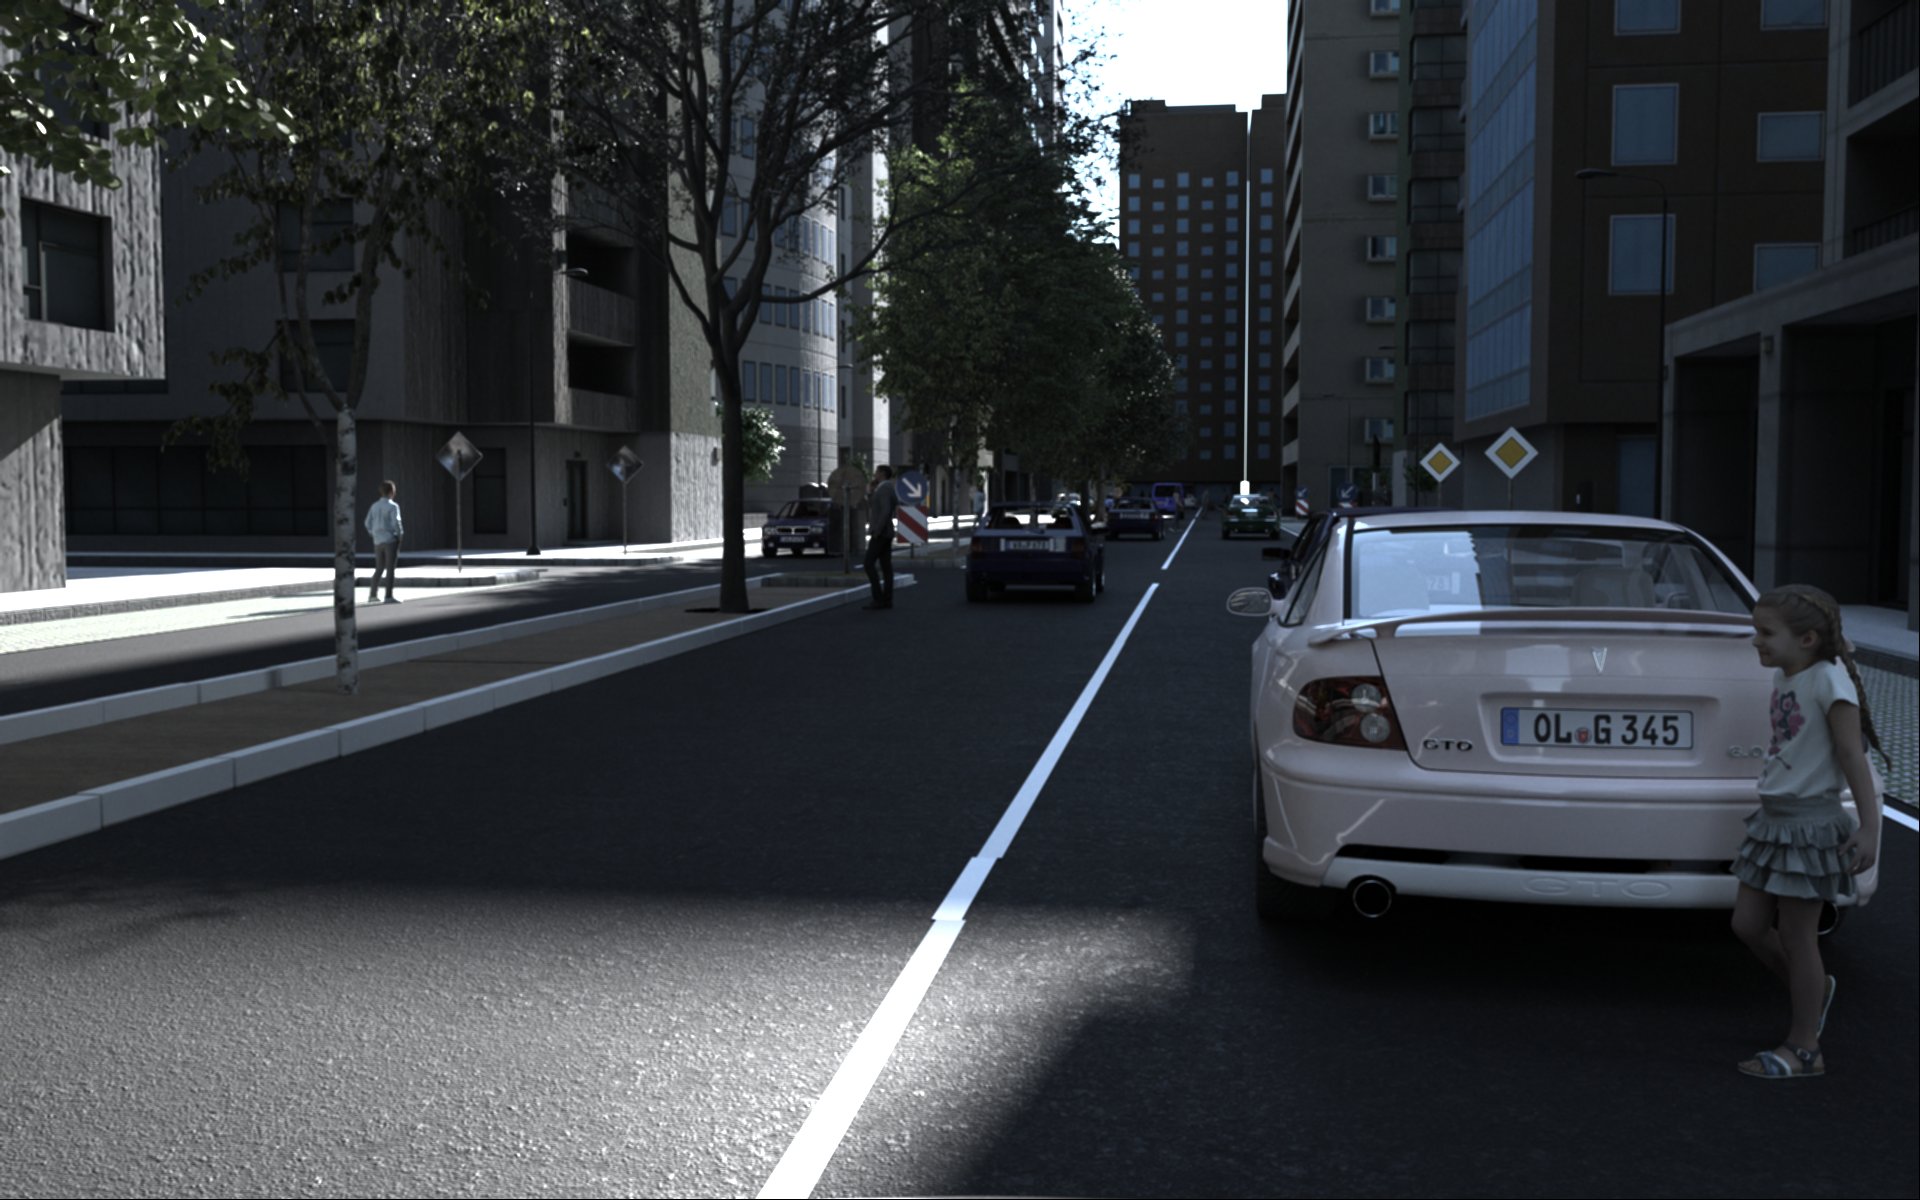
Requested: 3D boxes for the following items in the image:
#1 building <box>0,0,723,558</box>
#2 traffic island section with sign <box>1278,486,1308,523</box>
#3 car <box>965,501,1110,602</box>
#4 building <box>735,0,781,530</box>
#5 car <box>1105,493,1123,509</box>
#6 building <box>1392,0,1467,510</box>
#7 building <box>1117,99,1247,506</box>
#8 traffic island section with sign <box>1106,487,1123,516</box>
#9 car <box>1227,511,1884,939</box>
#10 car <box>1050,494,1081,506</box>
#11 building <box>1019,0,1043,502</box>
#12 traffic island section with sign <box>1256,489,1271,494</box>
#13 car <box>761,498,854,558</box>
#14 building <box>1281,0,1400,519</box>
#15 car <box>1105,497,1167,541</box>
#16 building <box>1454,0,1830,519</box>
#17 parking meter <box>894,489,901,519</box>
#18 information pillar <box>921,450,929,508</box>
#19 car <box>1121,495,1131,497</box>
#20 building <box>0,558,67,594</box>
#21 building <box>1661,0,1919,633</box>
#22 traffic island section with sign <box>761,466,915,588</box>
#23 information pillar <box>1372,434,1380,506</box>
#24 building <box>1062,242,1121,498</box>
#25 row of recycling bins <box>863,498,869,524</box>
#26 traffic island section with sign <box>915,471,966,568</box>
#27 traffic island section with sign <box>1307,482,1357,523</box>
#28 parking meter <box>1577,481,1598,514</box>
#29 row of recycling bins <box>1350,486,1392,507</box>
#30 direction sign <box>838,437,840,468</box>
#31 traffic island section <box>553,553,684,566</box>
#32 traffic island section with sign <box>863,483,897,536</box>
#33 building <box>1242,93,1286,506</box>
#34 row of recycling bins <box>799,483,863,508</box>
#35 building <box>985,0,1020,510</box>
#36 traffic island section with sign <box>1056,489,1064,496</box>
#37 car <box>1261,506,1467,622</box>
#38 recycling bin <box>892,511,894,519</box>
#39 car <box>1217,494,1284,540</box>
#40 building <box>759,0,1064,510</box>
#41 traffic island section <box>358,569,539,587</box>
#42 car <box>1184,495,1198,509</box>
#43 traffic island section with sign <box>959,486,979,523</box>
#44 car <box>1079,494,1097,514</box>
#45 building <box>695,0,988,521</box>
[{"bbox_3d":[-14.710,-16.583,42.841,14.160,30.474,14.107,1,4,8],"label":"building"},{"bbox_3d":[16.906,-4.757,86.400,1.989,1.847,2.006,1,4,8],"label":"traffic island section with sign"},{"bbox_3d":[1.113,-0.720,24.346,1.945,1.354,3.894,0,4,7],"label":"car"},{"bbox_3d":[-15.884,-32.389,71.559,21.231,58.520,28.212,1,4,8],"label":"building"},{"bbox_3d":[14.833,-9.631,167.056,1.945,1.707,3.694,1,4,9],"label":"car"},{"bbox_3d":[24.070,-18.099,67.619,14.160,30.474,14.107,1,4,8],"label":"building"},{"bbox_3d":[25.671,-33.592,199.332,14.200,45.320,14.600,1,4,8],"label":"building"},{"bbox_3d":[9.877,-6.169,108.998,2.006,1.907,1.989,1,4,8],"label":"traffic island section with sign"},{"bbox_3d":[2.134,0.324,7.066,2.083,1.381,4.827,1,4,9],"label":"car"},{"bbox_3d":[6.545,-5.653,104.222,2.131,1.459,4.920,0,4,8],"label":"car"},{"bbox_3d":[-4.759,-32.356,148.622,23.786,49.044,30.456,1,4,8],"label":"building"},{"bbox_3d":[23.858,-7.697,134.471,1.989,1.847,2.006,1,4,8],"label":"traffic island section with sign"},{"bbox_3d":[-3.413,-1.700,40.381,1.945,1.354,3.894,1,4,9],"label":"car"},{"bbox_3d":[29.117,-28.821,94.927,21.300,48.544,21.600,1,4,8],"label":"building"},{"bbox_3d":[5.519,-2.566,54.530,1.945,1.354,3.894,1,4,9],"label":"car"},{"bbox_3d":[19.623,-23.778,38.875,14.200,45.320,14.600,1,4,8],"label":"building"},{"bbox_3d":[-3.223,-4.930,89.023,0.372,1.533,0.369,0,3,0],"label":"parking meter"},{"bbox_3d":[-1.865,-6.183,92.451,0.504,3.616,0.183,-3,5,-44],"label":"information pillar"},{"bbox_3d":[16.627,-9.933,174.981,1.945,1.354,3.894,0,4,7],"label":"car"},{"bbox_3d":[-18.483,-15.204,20.292,14.107,30.474,14.160,1,4,8],"label":"building"},{"bbox_3d":[18.891,-35.079,11.799,20.563,71.187,20.611,1,4,8],"label":"building"},{"bbox_3d":[-1.913,-1.172,27.296,2.006,1.907,1.989,1,4,8],"label":"traffic island section with sign"},{"bbox_3d":[16.224,-4.658,67.520,0.183,3.616,0.504,3,4,37],"label":"information pillar"},{"bbox_3d":[11.517,-26.245,200.800,14.107,30.474,14.160,1,4,8],"label":"building"},{"bbox_3d":[-3.955,-4.260,76.769,1.069,1.692,3.534,1,4,11],"label":"row of recycling bins"},{"bbox_3d":[-0.845,-1.620,34.626,2.006,1.907,1.989,1,4,8],"label":"traffic island section with sign"},{"bbox_3d":[12.867,-3.040,58.324,1.989,1.847,2.006,1,4,8],"label":"traffic island section with sign"},{"bbox_3d":[12.130,-1.536,33.522,0.372,1.533,0.369,0,3,0],"label":"parking meter"},{"bbox_3d":[20.424,-4.701,83.973,3.534,1.692,1.069,2,4,35],"label":"row of recycling bins"},{"bbox_3d":[-4.821,-4.714,69.066,0.379,3.537,0.876,0,4,-2],"label":"direction sign"},{"bbox_3d":[-6.949,-0.830,35.850,2.009,0.180,2.903,1,4,8],"label":"traffic island section"},{"bbox_3d":[-3.106,-3.152,60.156,1.989,1.847,2.006,1,4,8],"label":"traffic island section with sign"},{"bbox_3d":[39.844,-33.404,196.266,14.200,45.320,14.600,1,4,8],"label":"building"},{"bbox_3d":[-5.106,-3.620,66.299,1.069,1.692,3.534,2,4,25],"label":"row of recycling bins"},{"bbox_3d":[-7.495,-30.525,122.783,21.300,48.544,21.600,1,4,8],"label":"building"},{"bbox_3d":[7.953,-7.839,136.793,1.989,1.847,2.006,1,4,8],"label":"traffic island section with sign"},{"bbox_3d":[3.575,-0.132,14.733,1.945,1.354,3.894,0,4,7],"label":"car"},{"bbox_3d":[-3.665,-4.759,90.358,0.722,1.027,0.722,0,4,3],"label":"recycling bin"},{"bbox_3d":[9.378,-2.697,55.900,2.131,1.459,4.920,1,4,9],"label":"car"},{"bbox_3d":[-3.862,-38.756,175.651,28.212,58.520,21.231,1,4,8],"label":"building"},{"bbox_3d":[-8.090,-0.347,27.947,2.009,0.180,2.903,1,4,8],"label":"traffic island section"},{"bbox_3d":[21.297,-9.213,162.992,2.083,1.381,4.827,1,4,10],"label":"car"},{"bbox_3d":[0.764,-4.795,87.025,1.989,1.847,2.006,1,4,8],"label":"traffic island section with sign"},{"bbox_3d":[9.305,-7.199,127.932,2.015,1.641,3.980,1,4,10],"label":"car"},{"bbox_3d":[-6.215,-20.106,100.431,14.160,30.474,14.107,1,4,8],"label":"building"}]
